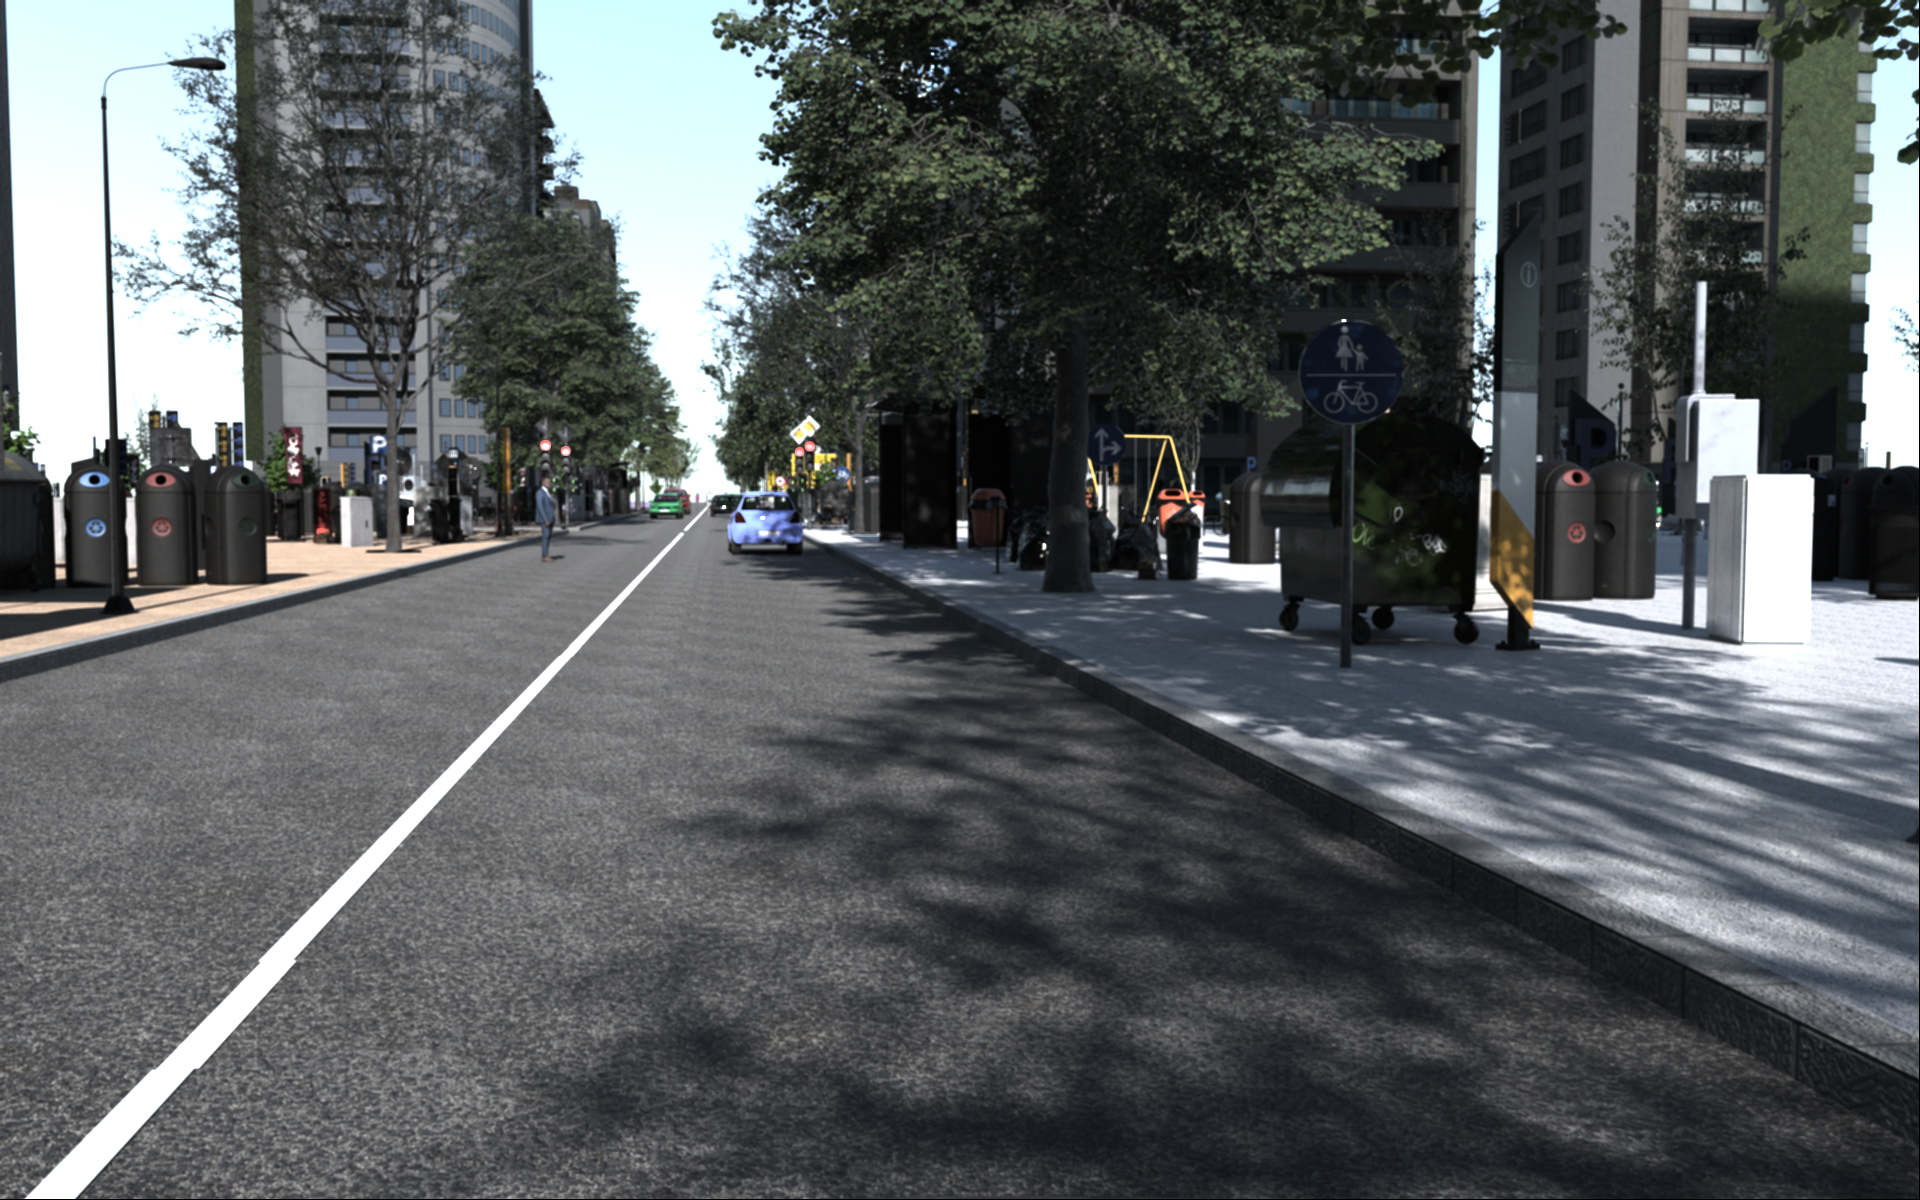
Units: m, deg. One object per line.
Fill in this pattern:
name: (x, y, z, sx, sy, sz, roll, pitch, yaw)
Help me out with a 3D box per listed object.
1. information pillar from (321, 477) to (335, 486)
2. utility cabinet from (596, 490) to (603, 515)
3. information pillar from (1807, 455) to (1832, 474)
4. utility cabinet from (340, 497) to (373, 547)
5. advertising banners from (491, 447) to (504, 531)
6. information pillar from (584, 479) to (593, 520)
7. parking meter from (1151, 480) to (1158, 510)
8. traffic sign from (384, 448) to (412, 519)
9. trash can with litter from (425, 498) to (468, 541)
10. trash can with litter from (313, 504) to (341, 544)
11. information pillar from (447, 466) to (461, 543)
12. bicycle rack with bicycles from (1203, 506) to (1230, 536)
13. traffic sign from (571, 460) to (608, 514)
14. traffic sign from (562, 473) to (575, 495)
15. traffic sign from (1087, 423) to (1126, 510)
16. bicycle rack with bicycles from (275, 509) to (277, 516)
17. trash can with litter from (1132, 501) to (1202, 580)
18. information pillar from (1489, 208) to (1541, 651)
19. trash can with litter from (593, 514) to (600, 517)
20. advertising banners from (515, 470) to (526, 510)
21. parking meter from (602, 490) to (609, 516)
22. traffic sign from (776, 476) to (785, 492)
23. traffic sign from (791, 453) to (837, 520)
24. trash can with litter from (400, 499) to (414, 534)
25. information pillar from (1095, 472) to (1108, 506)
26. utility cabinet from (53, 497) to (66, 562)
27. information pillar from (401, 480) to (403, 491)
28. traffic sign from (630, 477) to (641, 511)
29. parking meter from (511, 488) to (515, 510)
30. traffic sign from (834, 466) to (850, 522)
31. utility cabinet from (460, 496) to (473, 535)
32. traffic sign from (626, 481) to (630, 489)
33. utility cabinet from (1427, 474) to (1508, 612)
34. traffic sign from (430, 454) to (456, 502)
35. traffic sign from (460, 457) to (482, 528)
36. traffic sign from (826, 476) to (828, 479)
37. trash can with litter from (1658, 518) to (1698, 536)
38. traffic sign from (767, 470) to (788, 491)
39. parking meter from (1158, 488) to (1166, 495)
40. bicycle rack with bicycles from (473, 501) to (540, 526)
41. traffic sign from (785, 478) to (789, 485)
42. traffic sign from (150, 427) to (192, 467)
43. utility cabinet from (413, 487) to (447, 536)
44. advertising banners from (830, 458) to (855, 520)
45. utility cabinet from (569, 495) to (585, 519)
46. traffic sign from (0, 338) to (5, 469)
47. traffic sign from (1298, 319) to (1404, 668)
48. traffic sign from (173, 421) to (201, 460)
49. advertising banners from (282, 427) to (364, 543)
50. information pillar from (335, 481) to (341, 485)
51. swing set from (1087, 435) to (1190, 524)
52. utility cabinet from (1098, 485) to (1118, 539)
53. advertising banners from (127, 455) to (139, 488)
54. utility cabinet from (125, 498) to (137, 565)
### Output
information pillar: (-27.482, -4.321, 75.143, 0.304, 2.012, 0.304, 1, 4, 10)
utility cabinet: (-21.205, -5.758, 102.826, 0.318, 1.500, 1.173, -2, 4, -34)
information pillar: (16.336, -1.742, 32.970, 0.304, 2.012, 0.304, -1, 4, -21)
utility cabinet: (-14.688, -1.899, 42.209, 0.306, 1.237, 1.020, 1, 4, 11)
advertising banners: (-16.202, -3.941, 60.616, 0.090, 3.025, 2.074, -2, 4, -25)
information pillar: (-18.173, -4.913, 84.824, 0.304, 2.012, 0.304, 1, 4, 15)
parking meter: (8.093, -4.058, 72.067, 0.255, 1.863, 0.399, 0, 4, 8)
traffic sign: (-15.547, -2.925, 47.923, 0.768, 2.556, 0.104, 0, 4, 1)
trash can with litter: (-14.118, -2.216, 47.621, 0.624, 1.170, 1.055, 3, 4, 38)
trash can with litter: (-16.163, -2.037, 44.699, 1.055, 1.170, 0.624, 0, 4, -5)
information pillar: (-13.357, -2.520, 45.700, 0.304, 2.012, 0.304, -1, 4, -12)
bicycle rack with bicycles: (8.799, -2.380, 52.287, 2.925, 0.926, 2.852, -1, 4, -23)
traffic sign: (-22.457, -6.786, 104.820, 2.265, 3.308, 0.079, 0, 4, -6)
traffic sign: (-22.714, -6.147, 100.617, 0.768, 2.556, 0.104, 0, 4, -3)
traffic sign: (2.605, -1.903, 31.214, 0.768, 2.556, 0.104, 0, 4, -1)
bicycle rack with bicycles: (-39.512, -5.034, 95.684, 2.852, 0.926, 2.925, -2, 4, -28)
trash can with litter: (3.096, -0.891, 25.959, 1.055, 1.170, 0.624, 0, 4, 6)
information pillar: (4.546, -1.395, 14.163, 0.504, 3.616, 0.183, -2, 4, -35)
trash can with litter: (-21.210, -5.377, 98.974, 1.678, 1.210, 2.233, -2, 4, -28)
advertising banners: (-32.529, -7.945, 126.091, 2.074, 3.025, 0.090, 1, 4, 9)
parking meter: (-20.786, -5.702, 101.637, 0.372, 1.533, 0.369, 0, 3, 0)
traffic sign: (-12.379, -7.287, 119.254, 0.768, 2.556, 0.104, 0, 4, -2)
traffic sign: (-7.265, -5.644, 86.148, 2.265, 3.308, 0.079, 0, 4, -3)
trash can with litter: (-17.812, -2.716, 55.797, 1.055, 1.170, 0.624, 1, 4, 20)
information pillar: (4.625, -3.188, 56.616, 0.304, 2.012, 0.304, -2, 4, -25)
utility cabinet: (-17.404, -1.347, 33.188, 1.020, 1.237, 0.306, 2, 4, 27)
information pillar: (-29.754, -5.408, 92.908, 0.304, 2.012, 0.304, -2, 4, -34)
traffic sign: (-24.195, -7.898, 129.232, 0.768, 2.556, 0.104, 0, 4, -5)
parking meter: (-25.039, -5.553, 96.503, 0.255, 1.863, 0.399, 3, 4, 36)
traffic sign: (-5.379, -4.823, 78.958, 0.768, 2.556, 0.104, 0, 4, 0)
utility cabinet: (-15.575, -2.614, 53.897, 0.306, 1.237, 1.020, 1, 4, 18)
traffic sign: (-25.851, -8.075, 134.158, 0.606, 2.300, 0.079, 0, 4, -7)
utility cabinet: (5.644, -0.628, 18.953, 1.173, 1.500, 0.318, -2, 4, -34)
traffic sign: (-14.702, -2.946, 49.346, 0.795, 2.450, 0.064, 0, 4, -2)
traffic sign: (-16.761, -3.626, 59.387, 0.768, 2.556, 0.104, 0, 4, -2)
traffic sign: (-6.430, -5.039, 82.494, 0.768, 2.556, 0.104, 0, 4, -3)
trash can with litter: (22.377, -2.624, 53.960, 1.678, 1.210, 2.233, 2, 4, 31)
traffic sign: (-14.877, -9.187, 144.086, 2.265, 3.308, 0.079, 0, 4, -5)
parking meter: (8.823, -4.132, 75.972, 0.372, 1.533, 0.369, 0, 3, 0)
bicycle rack with bicycles: (-18.491, -3.554, 71.497, 2.852, 0.926, 2.925, 3, 5, 43)
traffic sign: (-11.052, -6.914, 113.148, 0.768, 2.556, 0.104, 0, 4, -6)
traffic sign: (-12.103, -1.497, 26.611, 0.606, 2.300, 0.079, 0, 4, -6)
utility cabinet: (-16.020, -2.681, 52.515, 1.173, 1.500, 0.318, 2, 4, 26)
advertising banners: (-5.706, -5.399, 84.455, 0.090, 3.025, 2.074, 2, 4, 33)
utility cabinet: (-19.567, -4.736, 88.602, 1.020, 1.237, 0.306, 1, 4, 13)
traffic sign: (-10.830, -1.446, 17.520, 2.265, 3.308, 0.079, 0, 4, -1)
traffic sign: (2.856, -0.773, 12.747, 0.768, 2.556, 0.104, 0, 4, 2)
traffic sign: (-13.914, -1.885, 30.826, 0.884, 2.594, 0.081, 0, 4, -6)
advertising banners: (-16.623, -2.998, 45.210, 2.074, 3.025, 0.090, 0, 4, -2)
information pillar: (-36.273, -5.902, 100.994, 0.304, 2.012, 0.304, 3, 4, 38)
swing set: (4.487, -2.961, 46.024, 3.119, 2.851, 2.862, -2, 4, -30)
utility cabinet: (3.677, -2.093, 42.892, 0.318, 1.500, 1.173, 1, 4, 16)
advertising banners: (-36.333, -4.990, 77.777, 2.074, 3.025, 0.090, 0, 4, 1)
utility cabinet: (-15.362, -1.229, 31.248, 1.020, 1.237, 0.306, -3, 5, -42)
